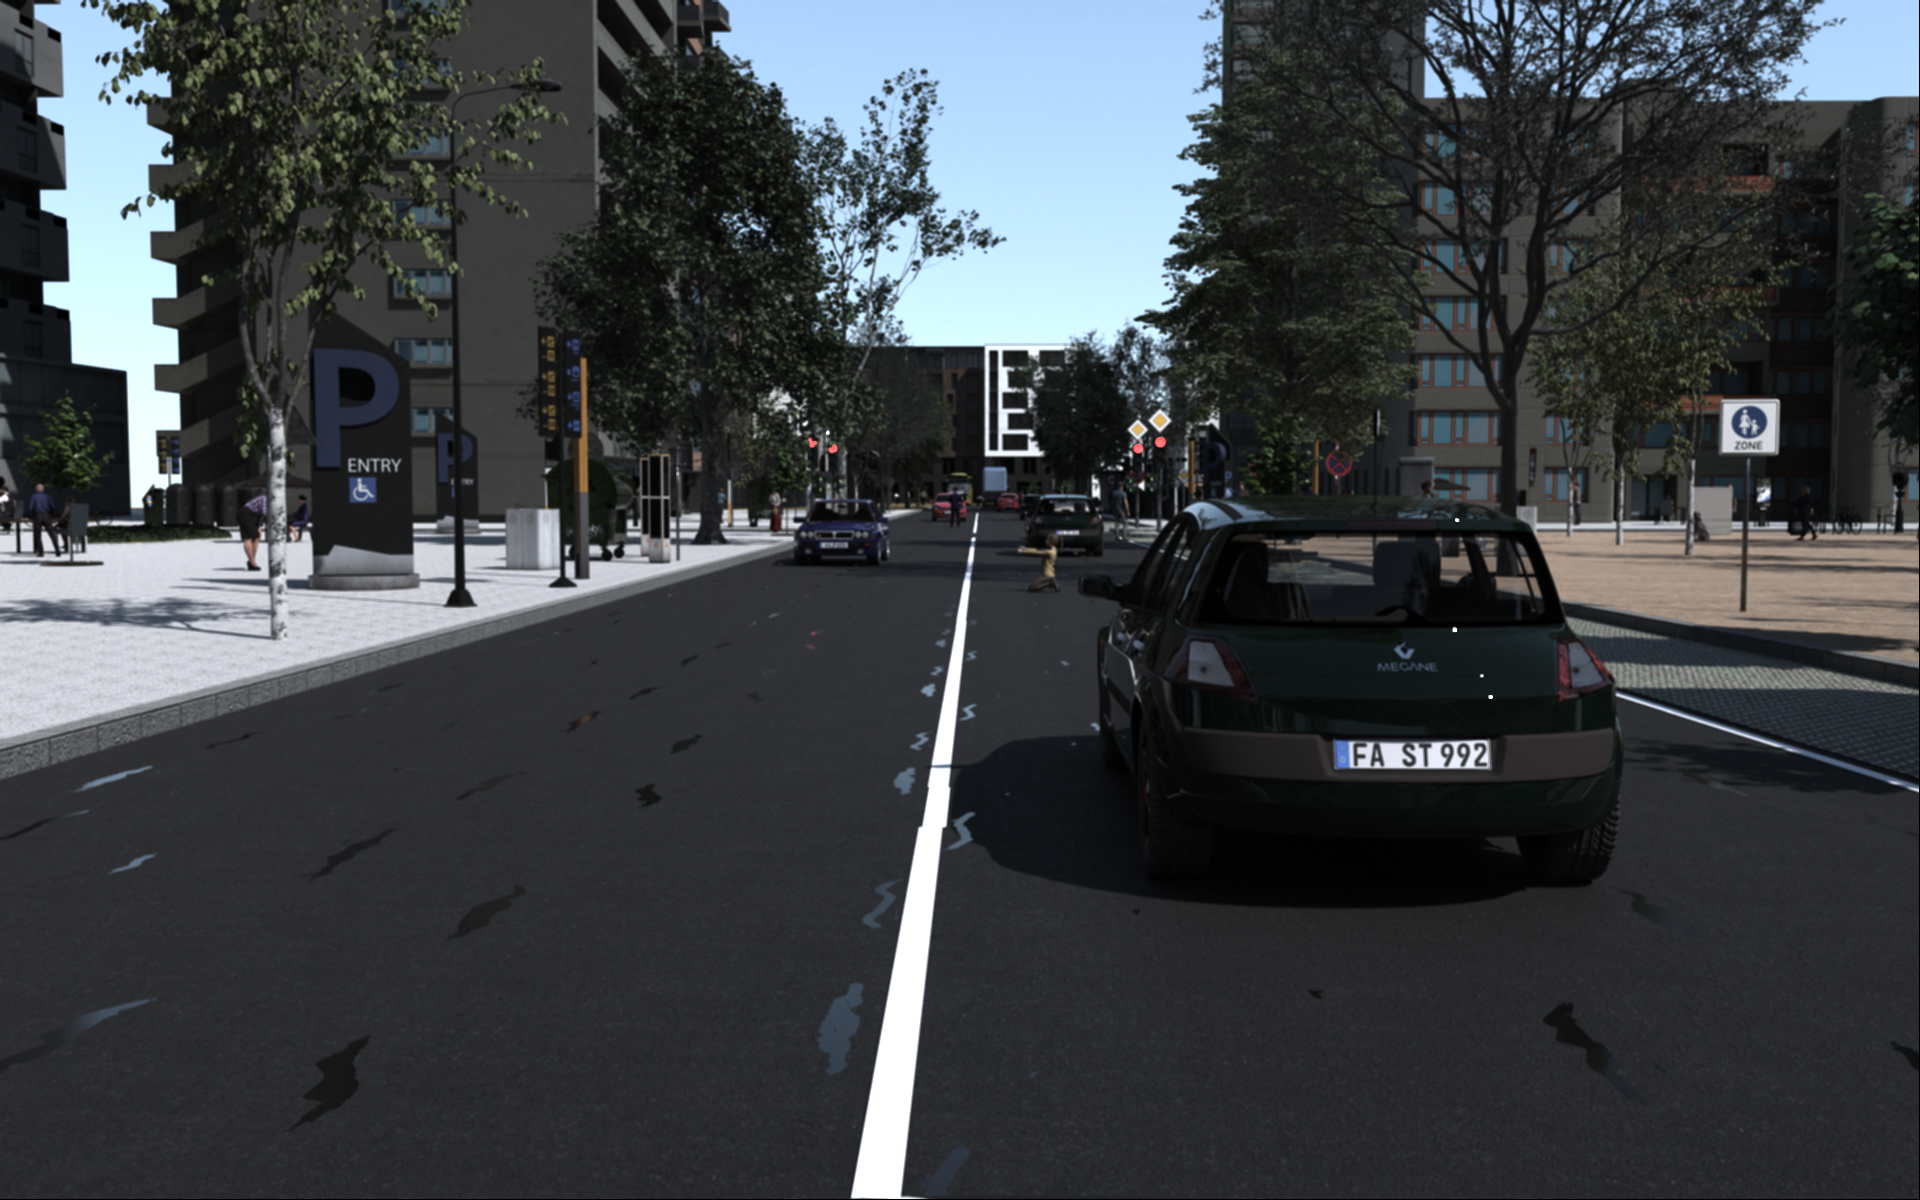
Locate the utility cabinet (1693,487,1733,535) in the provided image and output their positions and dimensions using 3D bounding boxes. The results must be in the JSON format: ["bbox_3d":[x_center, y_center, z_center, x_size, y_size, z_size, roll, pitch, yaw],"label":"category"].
[{"bbox_3d":[23.378,-2.767,53.917,1.173,1.500,0.318,0,4,4],"label":"utility cabinet"}]

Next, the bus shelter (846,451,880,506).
[{"bbox_3d":[-5.586,-6.443,96.628,1.731,3.624,6.357,0,4,1],"label":"bus shelter"}]

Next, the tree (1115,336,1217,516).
[{"bbox_3d":[9.710,-7.909,79.677,4.360,8.622,3.978,0,3,0],"label":"tree"}]

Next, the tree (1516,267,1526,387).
[{"bbox_3d":[18.388,-6.194,51.638,4.737,8.622,4.395,0,3,0],"label":"tree"}]

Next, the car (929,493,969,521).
[{"bbox_3d":[-0.594,-5.068,91.909,2.155,1.783,4.494,0,4,-1],"label":"car"}]

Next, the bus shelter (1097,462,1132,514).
[{"bbox_3d":[9.915,-7.137,110.606,2.014,3.302,5.546,0,4,1],"label":"bus shelter"}]

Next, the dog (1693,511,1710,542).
[{"bbox_3d":[19.913,-1.972,46.624,0.513,0.831,0.800,1,4,21],"label":"dog"}]

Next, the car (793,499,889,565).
[{"bbox_3d":[-2.430,-1.433,36.007,1.945,1.354,3.894,0,4,2],"label":"car"}]

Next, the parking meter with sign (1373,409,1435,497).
[{"bbox_3d":[9.353,-2.397,35.458,1.738,3.016,0.543,1,4,18],"label":"parking meter with sign"}]

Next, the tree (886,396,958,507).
[{"bbox_3d":[-3.985,-15.036,171.595,9.928,11.665,9.643,0,3,0],"label":"tree"}]

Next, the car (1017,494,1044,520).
[{"bbox_3d":[4.215,-5.325,96.848,2.009,1.686,4.222,0,4,1],"label":"car"}]

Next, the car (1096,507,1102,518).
[{"bbox_3d":[3.568,-2.660,55.848,2.083,1.381,4.827,0,4,2],"label":"car"}]

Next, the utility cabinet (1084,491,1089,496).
[{"bbox_3d":[10.238,-7.928,138.300,0.318,1.500,1.173,-1,4,-10],"label":"utility cabinet"}]

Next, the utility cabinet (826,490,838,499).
[{"bbox_3d":[-6.226,-4.615,84.141,1.173,1.500,0.318,1,4,11],"label":"utility cabinet"}]

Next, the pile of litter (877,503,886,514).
[{"bbox_3d":[-5.571,-5.991,111.918,1.719,0.858,1.176,1,4,17],"label":"pile of litter"}]

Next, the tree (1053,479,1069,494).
[{"bbox_3d":[10.451,-11.079,175.742,1.663,3.219,1.824,0,3,0],"label":"tree"}]

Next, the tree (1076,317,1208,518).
[{"bbox_3d":[9.683,-9.620,91.695,7.601,10.594,8.767,1,4,17],"label":"tree"}]

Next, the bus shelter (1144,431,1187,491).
[{"bbox_3d":[12.108,-7.737,104.125,2.179,5.291,8.768,0,4,1],"label":"bus shelter"}]

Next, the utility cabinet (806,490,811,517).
[{"bbox_3d":[-7.583,-4.893,88.679,0.318,1.500,1.173,1,4,11],"label":"utility cabinet"}]

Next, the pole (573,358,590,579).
[{"bbox_3d":[-5.704,-1.970,26.050,0.158,3.312,0.155,0,3,0],"label":"pole"}]

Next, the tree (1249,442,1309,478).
[{"bbox_3d":[17.155,-6.719,93.564,4.285,4.588,4.351,0,3,0],"label":"tree"}]

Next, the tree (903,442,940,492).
[{"bbox_3d":[-4.869,-14.995,195.534,4.360,8.622,3.978,0,3,0],"label":"tree"}]

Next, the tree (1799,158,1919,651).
[{"bbox_3d":[8.444,-1.841,13.811,4.285,4.588,4.351,0,3,0],"label":"tree"}]

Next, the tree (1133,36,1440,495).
[{"bbox_3d":[8.245,-7.690,43.855,7.486,12.596,7.792,0,3,0],"label":"tree"}]

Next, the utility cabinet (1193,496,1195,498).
[{"bbox_3d":[10.320,-3.955,75.825,0.306,1.237,1.020,1,4,14],"label":"utility cabinet"}]

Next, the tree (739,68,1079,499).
[{"bbox_3d":[-3.776,-13.462,75.999,12.611,20.169,13.585,0,3,0],"label":"tree"}]

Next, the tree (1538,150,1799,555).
[{"bbox_3d":[15.179,-5.263,36.409,4.737,8.622,4.395,0,3,0],"label":"tree"}]

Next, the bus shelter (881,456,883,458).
[{"bbox_3d":[-5.764,-7.058,106.683,1.731,3.624,6.357,0,4,0],"label":"bus shelter"}]

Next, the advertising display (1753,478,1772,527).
[{"bbox_3d":[31.346,-3.820,67.664,0.974,1.923,0.123,-2,4,-32],"label":"advertising display"}]

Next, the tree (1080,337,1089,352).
[{"bbox_3d":[12.484,-21.511,207.585,12.611,20.169,13.585,0,3,0],"label":"tree"}]

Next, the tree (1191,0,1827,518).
[{"bbox_3d":[8.429,-7.101,26.471,12.009,13.543,11.850,0,3,0],"label":"tree"}]

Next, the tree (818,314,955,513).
[{"bbox_3d":[-5.244,-12.572,115.925,12.009,13.543,11.850,0,3,0],"label":"tree"}]

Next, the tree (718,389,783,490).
[{"bbox_3d":[-12.346,-9.472,105.226,4.737,8.622,4.395,0,3,0],"label":"tree"}]

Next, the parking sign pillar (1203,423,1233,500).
[{"bbox_3d":[9.699,-4.689,65.137,1.447,3.967,1.447,-2,4,-29],"label":"parking sign pillar"}]

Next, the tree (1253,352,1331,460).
[{"bbox_3d":[15.979,-8.179,84.089,4.737,8.622,4.395,0,3,0],"label":"tree"}]

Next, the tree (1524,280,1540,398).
[{"bbox_3d":[16.815,-5.681,43.245,4.737,8.622,4.395,0,3,0],"label":"tree"}]

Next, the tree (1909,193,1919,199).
[{"bbox_3d":[19.186,-4.959,31.442,4.360,8.622,3.978,0,3,0],"label":"tree"}]

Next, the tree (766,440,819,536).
[{"bbox_3d":[-5.414,-3.593,53.341,1.663,3.219,1.824,0,3,0],"label":"tree"}]

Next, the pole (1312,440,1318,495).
[{"bbox_3d":[13.465,-4.393,65.672,0.158,3.312,0.155,0,3,0],"label":"pole"}]

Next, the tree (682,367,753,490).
[{"bbox_3d":[-13.248,-8.749,93.402,4.360,8.622,3.978,0,3,0],"label":"tree"}]

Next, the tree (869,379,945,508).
[{"bbox_3d":[-4.956,-14.746,159.228,7.486,12.596,7.792,0,3,0],"label":"tree"}]

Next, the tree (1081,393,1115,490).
[{"bbox_3d":[10.390,-10.185,116.894,4.360,8.622,3.978,0,3,0],"label":"tree"}]

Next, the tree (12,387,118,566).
[{"bbox_3d":[-15.970,-2.243,31.277,1.663,3.219,1.824,0,3,0],"label":"tree"}]

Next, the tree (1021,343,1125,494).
[{"bbox_3d":[10.073,-14.783,148.363,9.857,13.997,8.962,0,3,0],"label":"tree"}]

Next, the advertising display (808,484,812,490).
[{"bbox_3d":[-8.282,-5.758,99.355,0.974,1.923,0.123,0,4,-3],"label":"advertising display"}]

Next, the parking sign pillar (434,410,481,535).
[{"bbox_3d":[-16.095,-4.095,55.418,1.447,3.967,1.447,-1,4,-15],"label":"parking sign pillar"}]

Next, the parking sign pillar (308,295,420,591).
[{"bbox_3d":[-8.129,-2.144,23.525,1.447,3.967,1.447,-1,4,-18],"label":"parking sign pillar"}]

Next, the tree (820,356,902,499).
[{"bbox_3d":[-5.237,-8.361,87.058,4.360,8.622,3.978,0,3,0],"label":"tree"}]

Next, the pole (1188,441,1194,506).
[{"bbox_3d":[8.862,-4.442,66.473,0.158,3.312,0.155,0,3,0],"label":"pole"}]

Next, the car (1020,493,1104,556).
[{"bbox_3d":[2.459,-1.925,41.263,2.009,1.686,4.222,0,4,0],"label":"car"}]

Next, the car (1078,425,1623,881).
[{"bbox_3d":[1.562,0.120,7.823,2.009,1.686,4.222,0,4,1],"label":"car"}]

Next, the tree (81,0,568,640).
[{"bbox_3d":[-5.856,-3.967,15.231,4.737,8.622,4.395,0,3,0],"label":"tree"}]

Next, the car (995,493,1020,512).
[{"bbox_3d":[3.875,-7.922,138.560,2.155,1.783,4.494,0,4,1],"label":"car"}]

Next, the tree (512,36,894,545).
[{"bbox_3d":[-6.486,-7.752,43.745,9.611,12.733,9.660,0,3,0],"label":"tree"}]

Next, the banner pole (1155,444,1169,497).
[{"bbox_3d":[9.910,-5.787,84.637,0.863,3.779,0.401,0,4,2],"label":"banner pole"}]

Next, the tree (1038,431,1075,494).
[{"bbox_3d":[9.860,-13.344,168.539,4.737,8.622,4.395,0,3,0],"label":"tree"}]
